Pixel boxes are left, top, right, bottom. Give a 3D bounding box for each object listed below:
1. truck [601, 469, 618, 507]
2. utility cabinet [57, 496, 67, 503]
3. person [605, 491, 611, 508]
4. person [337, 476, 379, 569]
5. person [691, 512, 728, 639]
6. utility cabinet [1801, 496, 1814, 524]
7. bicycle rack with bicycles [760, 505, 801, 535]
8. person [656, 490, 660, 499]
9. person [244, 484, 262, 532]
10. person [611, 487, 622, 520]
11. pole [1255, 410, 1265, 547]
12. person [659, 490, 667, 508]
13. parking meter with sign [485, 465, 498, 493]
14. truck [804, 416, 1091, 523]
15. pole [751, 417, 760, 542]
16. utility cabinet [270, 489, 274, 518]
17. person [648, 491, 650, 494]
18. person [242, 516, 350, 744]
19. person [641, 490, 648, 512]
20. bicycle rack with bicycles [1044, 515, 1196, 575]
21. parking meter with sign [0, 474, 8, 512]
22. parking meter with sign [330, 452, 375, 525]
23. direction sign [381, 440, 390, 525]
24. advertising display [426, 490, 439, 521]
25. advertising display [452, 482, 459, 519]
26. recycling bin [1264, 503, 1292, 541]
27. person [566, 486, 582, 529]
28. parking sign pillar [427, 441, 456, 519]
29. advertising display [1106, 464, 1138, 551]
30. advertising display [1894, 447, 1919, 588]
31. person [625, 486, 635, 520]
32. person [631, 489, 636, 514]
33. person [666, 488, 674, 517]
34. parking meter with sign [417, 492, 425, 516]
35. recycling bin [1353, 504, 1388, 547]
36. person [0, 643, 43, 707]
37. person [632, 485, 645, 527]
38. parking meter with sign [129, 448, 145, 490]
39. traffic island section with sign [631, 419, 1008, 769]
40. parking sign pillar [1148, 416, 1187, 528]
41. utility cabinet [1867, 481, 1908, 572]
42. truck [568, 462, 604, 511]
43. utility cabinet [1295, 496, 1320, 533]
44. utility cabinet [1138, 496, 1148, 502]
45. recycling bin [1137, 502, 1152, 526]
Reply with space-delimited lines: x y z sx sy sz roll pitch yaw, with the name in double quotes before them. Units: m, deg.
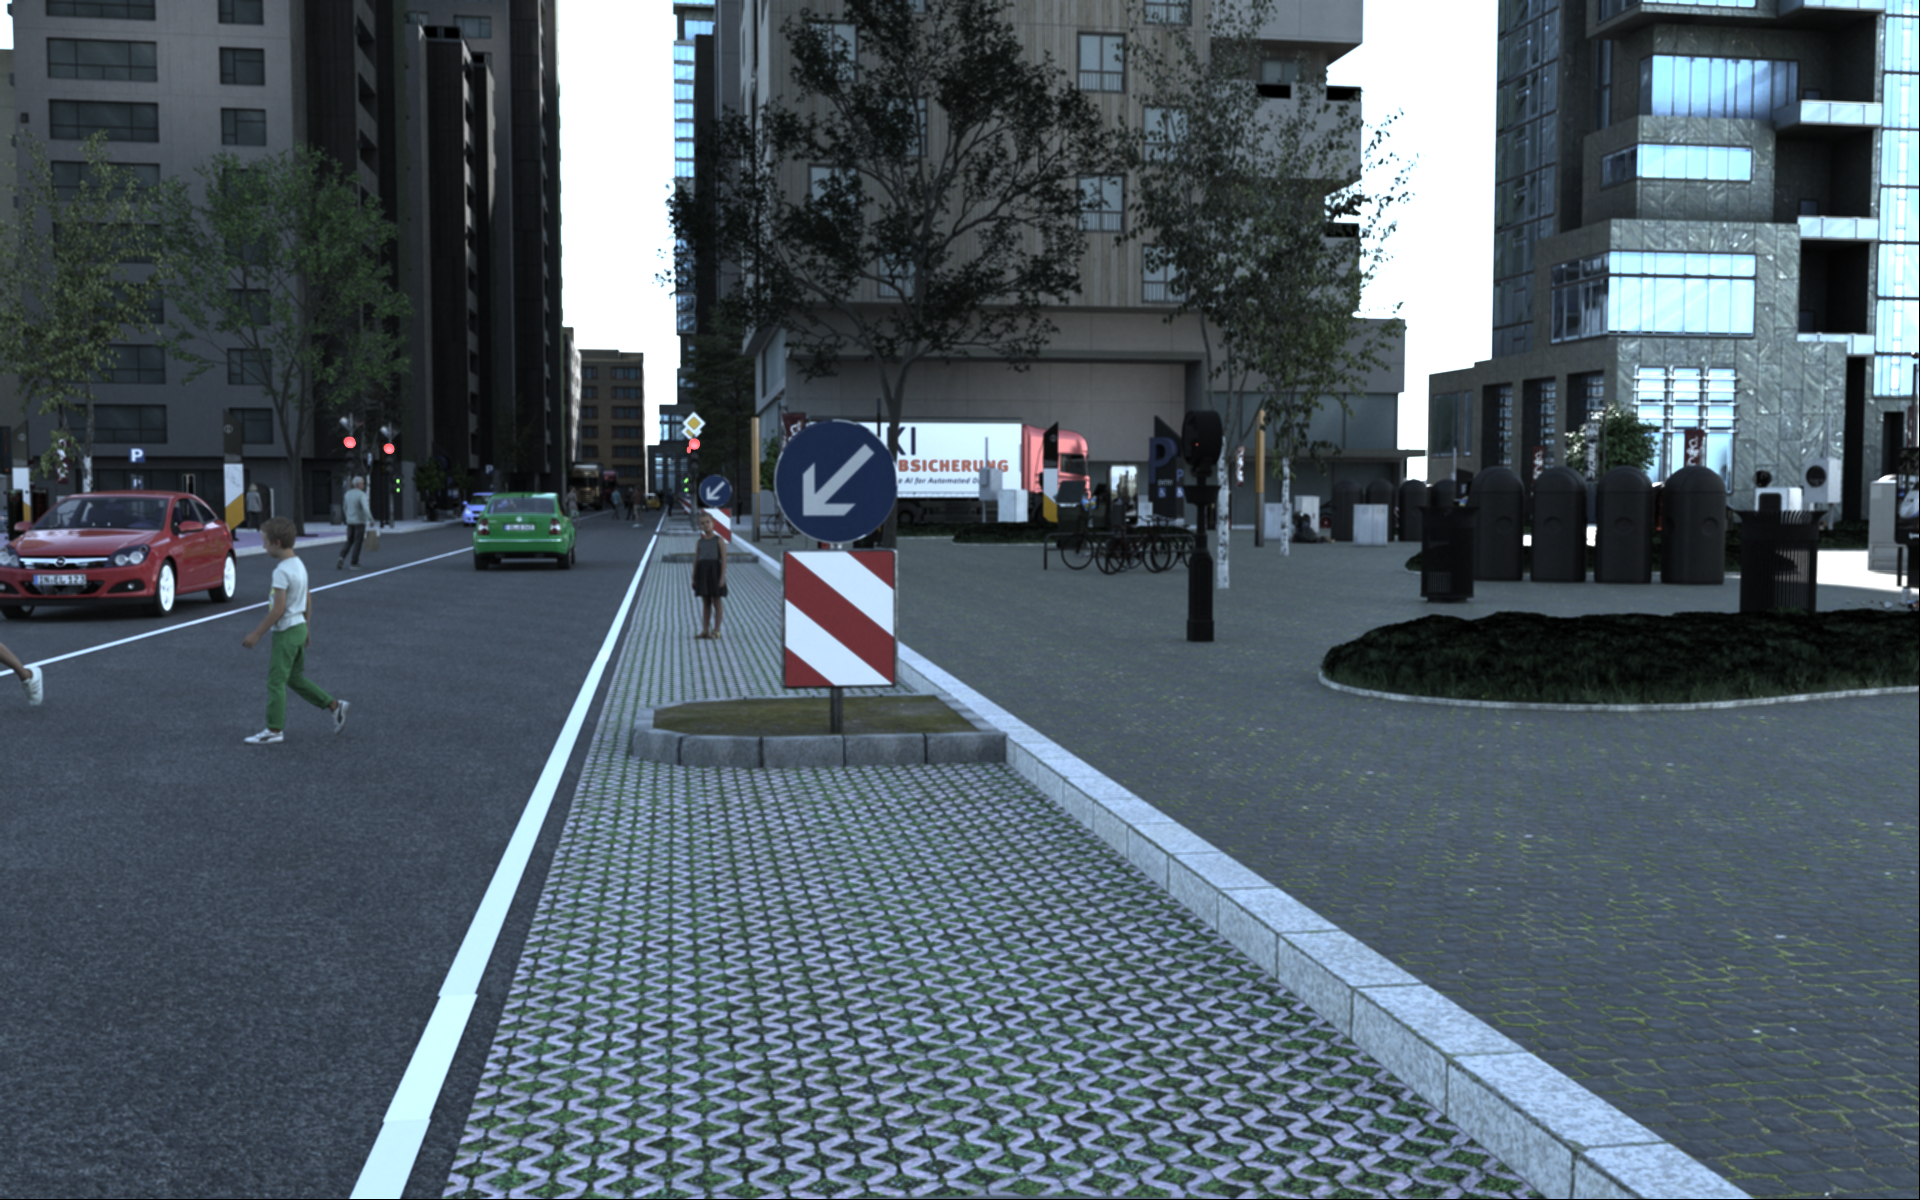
"truck" -39.549 -12.524 193.682 2.839 4.237 11.283 -1 4 -10
"utility cabinet" -26.090 -2.441 51.077 1.020 1.237 0.306 1 4 15
"person" -36.555 -10.462 180.005 0.683 1.767 0.568 0 4 1
"person" -11.449 -1.465 32.941 0.782 1.767 0.515 2 4 27
"person" -2.462 -0.235 17.018 0.362 1.253 0.373 2 4 27
"utility cabinet" 25.995 -2.610 53.838 0.306 1.237 1.020 -2 4 -31
"bicycle rack with bicycles" -5.106 -2.625 56.295 2.925 0.926 2.852 -3 5 -44
"person" -29.737 -9.876 170.074 0.705 1.812 1.348 -2 4 -29
"person" -24.774 -3.173 60.560 0.709 1.800 0.728 1 4 9
"person" -19.317 -5.424 97.037 0.748 1.841 0.638 -3 5 -44
"pole" 7.260 -2.941 41.929 0.158 3.312 0.155 0 3 0
"person" -30.464 -10.298 176.500 1.348 1.869 0.705 0 4 6
"parking meter with sign" -27.901 -6.563 103.567 0.543 3.016 1.738 0 4 -1
"truck" -0.153 -4.626 64.546 11.283 4.237 2.839 -1 4 -11
"pole" -5.442 -3.198 46.136 0.158 3.312 0.155 0 3 0
"utility cabinet" -28.075 -3.704 69.236 0.318 1.500 1.173 3 5 42
"person" -38.746 -12.678 215.918 0.705 1.807 1.348 -2 4 -29
"person" -3.848 0.166 10.035 0.590 1.304 0.306 -2 4 -27
"person" -25.535 -8.022 140.063 0.834 1.777 0.661 0 4 4
"bicycle rack with bicycles" 2.861 -0.956 29.012 2.925 0.926 2.852 -2 4 -30
"parking meter with sign" -37.360 -4.339 67.197 0.543 3.016 1.738 2 4 34
"parking meter with sign" -25.336 -4.643 72.178 1.738 3.016 0.543 -3 4 -38
"direction sign" -23.940 -4.908 72.245 0.379 3.537 0.876 1 4 11
"advertising display" -25.013 -4.702 82.095 0.974 1.923 0.123 3 5 45
"advertising display" -26.723 -5.227 90.682 0.974 1.923 0.123 -1 4 -14
"recycling bin" 8.815 -2.175 48.117 0.722 1.027 0.722 0 4 6
"person" -15.974 -3.845 71.704 0.599 1.781 0.374 1 4 18
"parking sign pillar" -26.489 -6.109 88.354 1.447 3.967 1.447 2 4 30
"advertising display" 3.545 -1.997 37.871 0.123 1.923 0.974 3 5 44
"advertising display" 13.105 -1.126 23.617 0.123 1.923 0.974 0 4 -5
"person" -18.251 -5.393 96.036 0.648 1.900 0.474 3 5 42
"person" -22.867 -6.886 121.434 0.599 1.781 0.374 2 4 34
"person" -18.348 -6.168 109.532 0.419 1.800 0.721 1 4 17
"parking meter with sign" -31.654 -6.351 100.096 1.738 3.016 0.543 2 4 29
"recycling bin" 10.048 -1.827 42.418 0.722 1.027 0.722 0 4 4
"person" -6.374 -0.119 11.188 0.466 1.731 0.760 2 4 31
"person" -14.156 -4.144 76.227 0.573 1.828 0.580 0 4 -3
"parking meter with sign" -31.538 -4.293 66.453 0.543 3.016 1.738 -2 4 -25
"traffic island section with sign" -0.881 -0.081 9.958 1.989 1.847 2.006 -1 4 -9
"parking sign pillar" 7.037 -4.319 59.092 1.447 3.967 1.447 -3 5 -39
"utility cabinet" 15.424 -1.189 28.124 0.318 1.500 1.173 -3 4 -38
"truck" -33.008 -10.063 153.447 2.839 4.237 11.283 -1 4 -10
"utility cabinet" 11.590 -2.853 57.809 1.020 1.237 0.306 -3 5 -43
"utility cabinet" 6.754 -3.094 61.756 1.020 1.237 0.306 2 4 32
"recycling bin" 5.602 -2.548 54.213 0.722 1.027 0.722 0 4 -5
